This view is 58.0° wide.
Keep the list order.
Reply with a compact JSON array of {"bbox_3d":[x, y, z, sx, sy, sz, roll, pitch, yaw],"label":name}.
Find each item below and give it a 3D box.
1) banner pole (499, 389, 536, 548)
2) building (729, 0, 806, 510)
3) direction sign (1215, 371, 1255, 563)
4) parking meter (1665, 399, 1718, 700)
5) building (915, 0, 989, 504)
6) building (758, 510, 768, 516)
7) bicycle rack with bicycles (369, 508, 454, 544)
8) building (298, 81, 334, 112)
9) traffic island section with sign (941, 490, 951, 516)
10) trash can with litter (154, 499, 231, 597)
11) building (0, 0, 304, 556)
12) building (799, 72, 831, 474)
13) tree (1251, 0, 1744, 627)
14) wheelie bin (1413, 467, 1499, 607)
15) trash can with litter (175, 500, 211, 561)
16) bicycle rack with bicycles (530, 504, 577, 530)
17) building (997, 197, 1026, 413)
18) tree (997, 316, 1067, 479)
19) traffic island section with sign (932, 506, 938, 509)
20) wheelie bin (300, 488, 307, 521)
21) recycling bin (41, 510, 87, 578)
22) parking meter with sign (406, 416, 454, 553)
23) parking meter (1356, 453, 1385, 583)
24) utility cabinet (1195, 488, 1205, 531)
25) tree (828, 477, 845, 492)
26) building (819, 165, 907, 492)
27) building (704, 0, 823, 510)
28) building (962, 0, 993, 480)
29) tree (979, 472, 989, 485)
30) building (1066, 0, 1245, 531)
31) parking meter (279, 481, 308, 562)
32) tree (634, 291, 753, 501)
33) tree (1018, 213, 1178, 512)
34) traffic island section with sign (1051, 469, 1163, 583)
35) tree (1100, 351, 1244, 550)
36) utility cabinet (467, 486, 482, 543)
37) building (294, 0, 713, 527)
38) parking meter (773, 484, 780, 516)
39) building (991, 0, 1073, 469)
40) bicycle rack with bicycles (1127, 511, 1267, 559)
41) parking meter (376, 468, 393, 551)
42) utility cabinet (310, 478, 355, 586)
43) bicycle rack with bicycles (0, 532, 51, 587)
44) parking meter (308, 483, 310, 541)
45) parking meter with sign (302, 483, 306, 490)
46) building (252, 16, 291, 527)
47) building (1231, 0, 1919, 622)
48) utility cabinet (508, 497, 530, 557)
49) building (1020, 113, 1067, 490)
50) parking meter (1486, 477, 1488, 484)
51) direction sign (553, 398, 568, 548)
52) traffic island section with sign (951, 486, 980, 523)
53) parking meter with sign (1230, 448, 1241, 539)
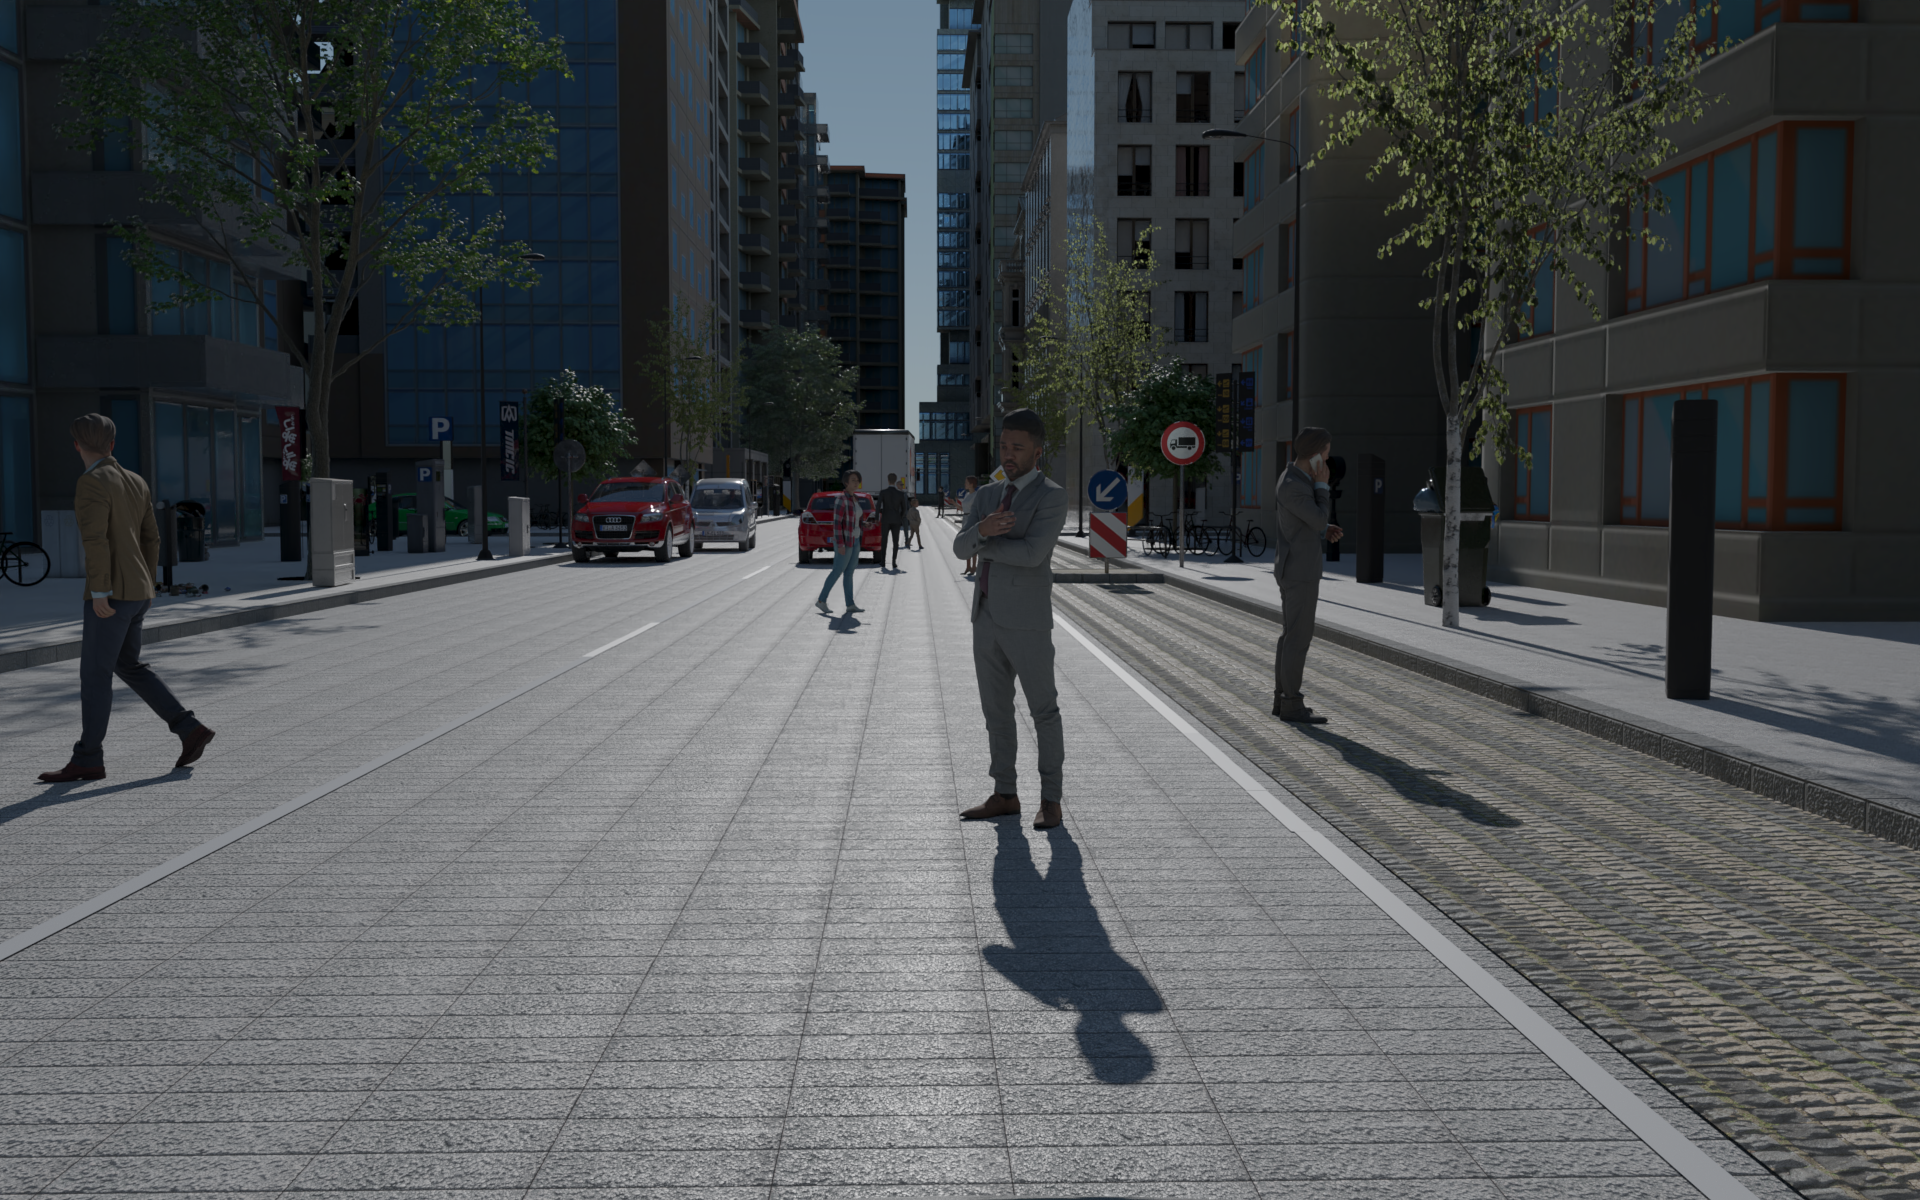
[{"bbox_3d":[-10.531,-3.126,41.131,0.863,3.779,0.401,-2,4,-35],"label":"banner pole"},{"bbox_3d":[-24.616,-30.137,147.366,22.147,44.769,28.867,0,4,-2],"label":"building"},{"bbox_3d":[5.126,-2.467,32.333,0.379,3.537,0.876,-3,5,-44],"label":"direction sign"},{"bbox_3d":[4.612,-0.319,10.928,0.255,1.863,0.399,1,4,20],"label":"parking meter"},{"bbox_3d":[8.542,-56.011,228.457,31.000,86.520,22.319,0,4,-2],"label":"building"},{"bbox_3d":[-21.883,-40.463,99.824,20.563,71.187,20.611,0,4,-2],"label":"building"},{"bbox_3d":[-14.416,-1.924,44.841,2.852,0.926,2.925,-1,4,-15],"label":"bicycle rack with bicycles"},{"bbox_3d":[-74.231,-39.201,230.168,27.495,52.752,28.713,0,4,-2],"label":"building"},{"bbox_3d":[-0.024,-6.319,111.936,1.989,1.847,2.006,0,4,-2],"label":"traffic island section with sign"},{"bbox_3d":[-10.288,-0.688,22.309,1.678,1.210,2.233,-2,4,-31],"label":"trash can with litter"},{"bbox_3d":[-31.489,-25.467,35.993,30.456,49.044,23.786,0,4,-2],"label":"building"},{"bbox_3d":[-30.134,-35.263,196.152,30.456,49.044,23.786,0,4,-2],"label":"building"},{"bbox_3d":[4.983,-4.042,16.456,4.360,8.622,3.978,0,3,0],"label":"tree"},{"bbox_3d":[5.652,-0.732,19.878,0.980,1.594,0.693,-1,4,-9],"label":"wheelie bin"},{"bbox_3d":[-14.665,-1.322,33.006,0.624,1.170,1.055,-1,4,-14],"label":"trash can with litter"},{"bbox_3d":[-14.968,-3.022,62.797,2.925,0.926,2.852,2,4,30],"label":"bicycle rack with bicycles"},{"bbox_3d":[9.810,-18.222,117.006,14.460,24.649,34.723,0,4,-2],"label":"building"},{"bbox_3d":[3.694,-7.488,72.789,4.737,8.622,4.395,0,3,0],"label":"tree"},{"bbox_3d":[-1.362,-9.311,160.861,1.989,1.847,2.006,0,4,-2],"label":"traffic island section with sign"},{"bbox_3d":[-31.627,-4.610,83.286,0.693,1.594,0.980,-1,4,-18],"label":"wheelie bin"},{"bbox_3d":[-13.628,-0.868,26.753,0.722,1.027,0.722,1,4,15],"label":"recycling bin"},{"bbox_3d":[-11.695,-2.562,38.152,0.543,3.016,1.738,0,4,3],"label":"parking meter with sign"},{"bbox_3d":[5.944,-1.183,25.057,0.399,1.863,0.255,-3,5,-43],"label":"parking meter"},{"bbox_3d":[8.194,-3.085,59.126,0.318,1.500,1.173,0,4,6],"label":"utility cabinet"},{"bbox_3d":[-13.674,-12.001,190.824,1.663,3.219,1.824,0,3,0],"label":"tree"},{"bbox_3d":[-21.365,-35.092,228.376,28.867,44.769,22.147,0,4,-2],"label":"building"},{"bbox_3d":[-24.232,-44.857,171.660,20.563,71.187,20.611,0,4,-2],"label":"building"},{"bbox_3d":[14.906,-37.050,195.011,28.713,52.752,27.495,0,4,-2],"label":"building"},{"bbox_3d":[2.389,-8.741,137.508,1.663,3.219,1.824,0,3,0],"label":"tree"},{"bbox_3d":[12.853,-12.850,64.848,16.860,20.320,10.420,0,4,-2],"label":"building"},{"bbox_3d":[-12.727,-1.498,32.909,0.372,1.533,0.369,0,3,0],"label":"parking meter"},{"bbox_3d":[-9.854,-6.938,63.798,4.737,8.622,4.395,0,3,0],"label":"tree"},{"bbox_3d":[3.788,-5.783,44.909,4.360,8.622,3.978,0,3,0],"label":"tree"},{"bbox_3d":[2.249,-1.224,28.638,1.989,1.847,2.006,0,4,-2],"label":"traffic island section with sign"},{"bbox_3d":[5.030,-3.436,39.900,4.285,4.588,4.351,0,3,0],"label":"tree"},{"bbox_3d":[-12.577,-2.223,45.019,0.318,1.500,1.173,-2,4,-24],"label":"utility cabinet"},{"bbox_3d":[-18.407,-25.895,73.491,14.600,45.320,14.200,0,4,-2],"label":"building"},{"bbox_3d":[-10.778,-5.873,101.734,0.255,1.863,0.399,-3,4,-38],"label":"parking meter"},{"bbox_3d":[9.521,-28.250,145.486,14.154,41.232,14.086,0,4,-2],"label":"building"},{"bbox_3d":[4.601,-1.373,35.830,2.852,0.926,2.925,-1,4,-23],"label":"bicycle rack with bicycles"},{"bbox_3d":[-12.945,-2.032,38.941,0.255,1.863,0.399,0,3,0],"label":"parking meter"},{"bbox_3d":[-8.780,-0.955,24.285,0.318,1.500,1.173,0,4,-6],"label":"utility cabinet"},{"bbox_3d":[-14.122,-0.645,23.931,2.925,0.926,2.852,-1,4,-10],"label":"bicycle rack with bicycles"},{"bbox_3d":[-14.722,-1.904,39.546,0.372,1.533,0.369,0,3,0],"label":"parking meter"},{"bbox_3d":[-44.517,-7.451,118.084,1.738,3.016,0.543,0,4,-4],"label":"parking meter with sign"},{"bbox_3d":[-33.549,-25.371,64.932,14.200,45.320,14.600,0,4,-2],"label":"building"},{"bbox_3d":[21.428,-11.404,31.491,27.650,21.520,28.899,0,4,-2],"label":"building"},{"bbox_3d":[-9.147,-1.518,35.984,0.306,1.237,1.020,0,4,-5],"label":"utility cabinet"},{"bbox_3d":[8.543,-14.716,89.754,9.793,20.994,18.267,0,4,-2],"label":"building"},{"bbox_3d":[6.757,-0.883,22.855,0.372,1.533,0.369,0,3,0],"label":"parking meter"},{"bbox_3d":[-9.497,-3.003,41.093,0.379,3.537,0.876,-2,4,-27],"label":"direction sign"},{"bbox_3d":[0.718,-4.671,84.991,1.989,1.847,2.006,0,4,-2],"label":"traffic island section with sign"},{"bbox_3d":[7.779,-3.167,48.048,0.543,3.016,1.738,1,4,18],"label":"parking meter with sign"}]
